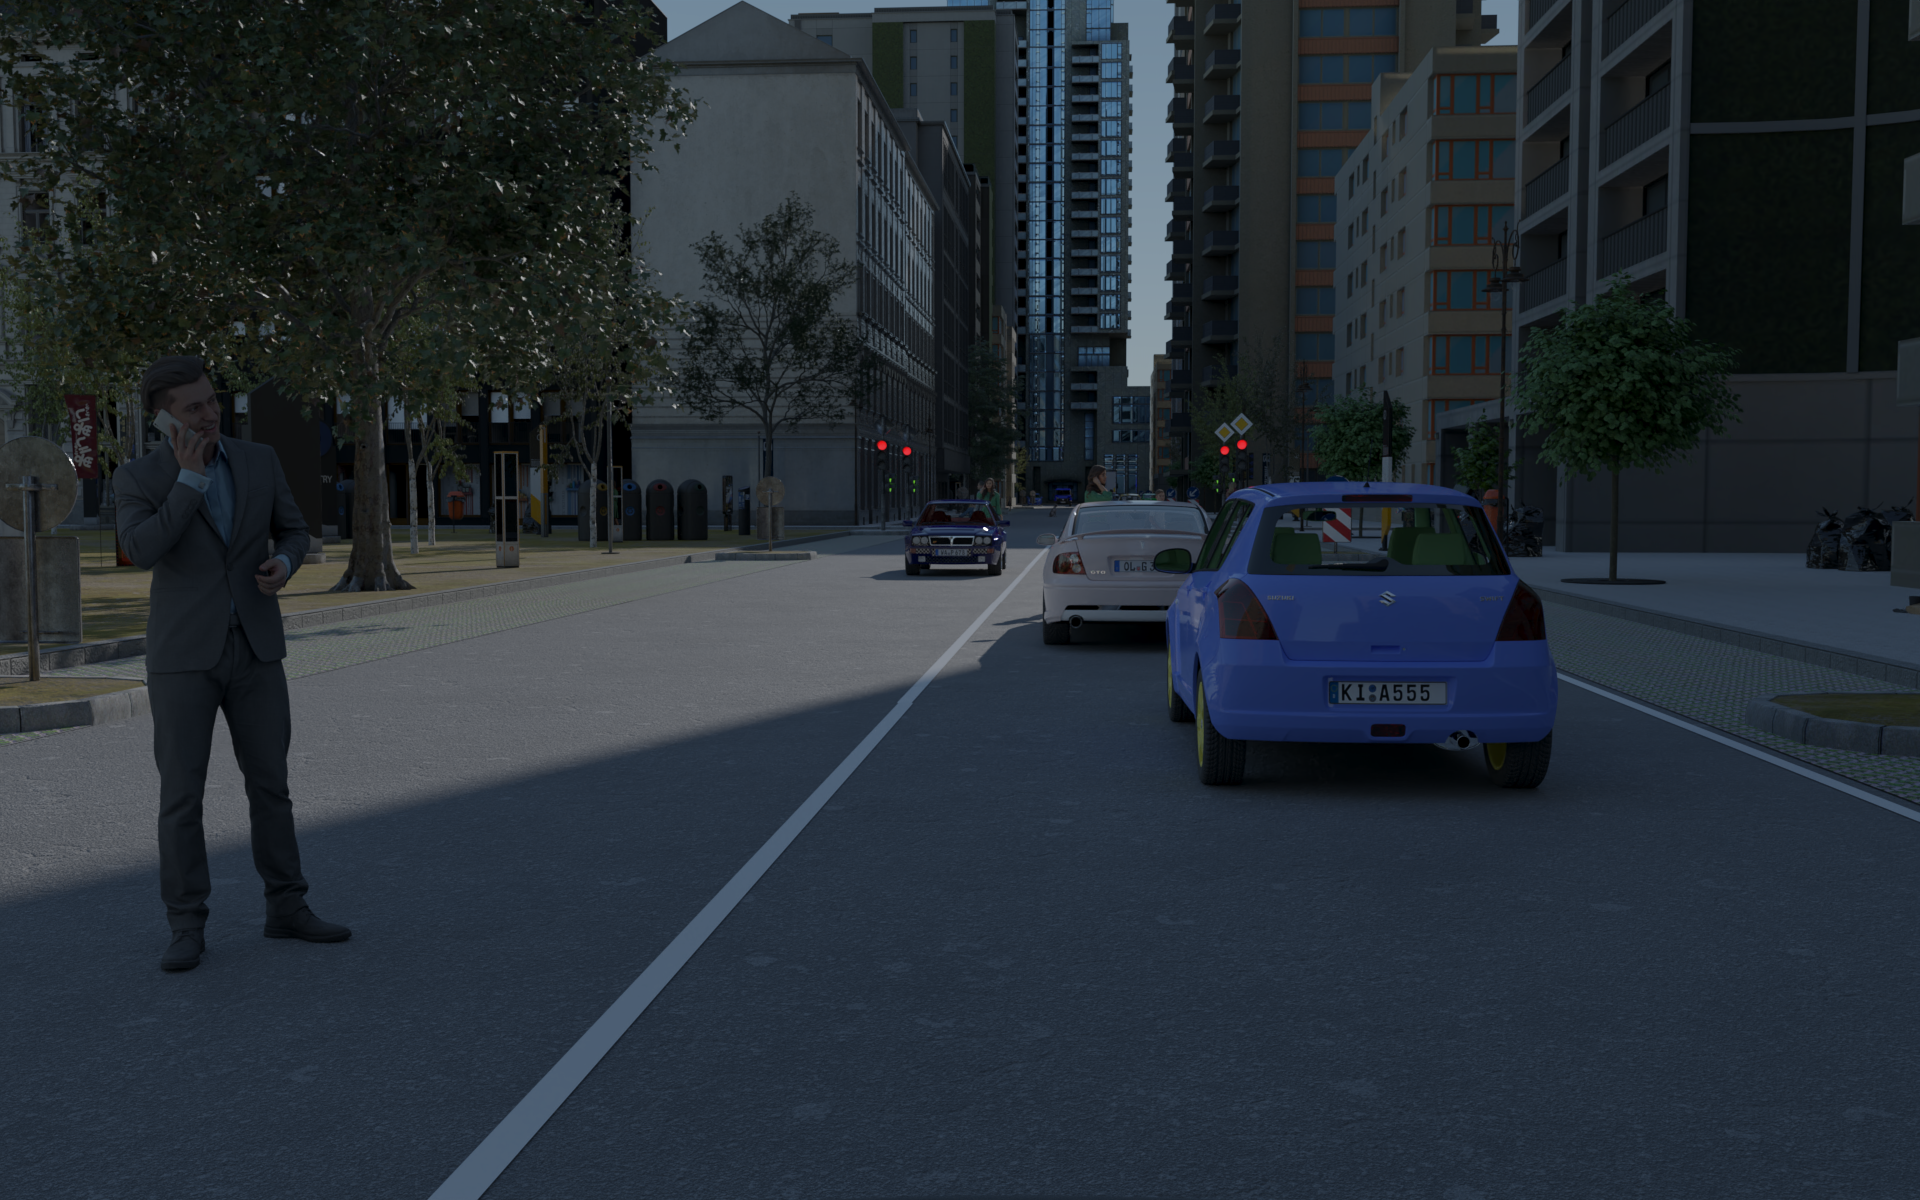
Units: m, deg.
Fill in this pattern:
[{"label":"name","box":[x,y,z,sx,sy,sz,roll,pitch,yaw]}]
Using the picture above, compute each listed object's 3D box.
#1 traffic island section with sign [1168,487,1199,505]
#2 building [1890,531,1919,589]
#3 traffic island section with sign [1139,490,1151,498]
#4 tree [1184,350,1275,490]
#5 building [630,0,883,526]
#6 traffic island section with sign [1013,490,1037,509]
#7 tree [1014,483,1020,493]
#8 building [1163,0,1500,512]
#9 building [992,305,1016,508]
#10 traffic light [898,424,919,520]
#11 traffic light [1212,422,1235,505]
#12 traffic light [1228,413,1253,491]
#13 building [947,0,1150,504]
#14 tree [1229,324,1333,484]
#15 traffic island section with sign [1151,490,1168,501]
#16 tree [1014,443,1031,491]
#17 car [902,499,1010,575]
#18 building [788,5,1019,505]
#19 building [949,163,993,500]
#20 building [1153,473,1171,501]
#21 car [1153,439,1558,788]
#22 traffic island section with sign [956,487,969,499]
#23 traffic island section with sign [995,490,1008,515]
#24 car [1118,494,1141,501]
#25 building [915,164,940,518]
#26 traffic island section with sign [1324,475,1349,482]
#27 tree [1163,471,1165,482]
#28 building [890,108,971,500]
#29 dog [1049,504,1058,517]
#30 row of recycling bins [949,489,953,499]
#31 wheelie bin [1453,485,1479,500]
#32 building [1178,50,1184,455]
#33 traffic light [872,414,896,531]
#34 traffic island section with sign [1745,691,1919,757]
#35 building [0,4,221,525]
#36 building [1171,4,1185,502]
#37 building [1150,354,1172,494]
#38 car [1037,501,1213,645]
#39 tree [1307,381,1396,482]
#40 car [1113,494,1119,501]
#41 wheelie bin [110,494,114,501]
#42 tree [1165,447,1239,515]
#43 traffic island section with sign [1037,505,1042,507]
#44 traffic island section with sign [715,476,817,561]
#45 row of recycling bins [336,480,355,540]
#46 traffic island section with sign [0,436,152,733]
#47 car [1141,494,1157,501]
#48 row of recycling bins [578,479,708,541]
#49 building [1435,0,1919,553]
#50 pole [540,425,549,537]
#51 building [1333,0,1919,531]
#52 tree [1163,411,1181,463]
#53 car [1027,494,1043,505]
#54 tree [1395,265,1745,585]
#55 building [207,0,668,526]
[{"label":"traffic island section with sign","box":[12.328,-5.141,92.687,1.989,1.847,2.006,0,4,4]},{"label":"building","box":[25.689,-9.977,8.162,27.650,21.520,28.899,0,4,4]},{"label":"traffic island section with sign","box":[20.584,-11.548,197.437,1.989,1.847,2.006,0,4,4]},{"label":"tree","box":[13.778,-8.418,88.004,4.737,8.622,4.395,0,3,0]},{"label":"building","box":[-8.025,-14.021,78.402,9.793,20.994,18.267,0,4,4]},{"label":"traffic island section with sign","box":[6.260,-9.907,170.615,1.989,1.847,2.006,0,4,4]},{"label":"tree","box":[5.842,-12.455,198.235,1.663,3.219,1.824,0,3,0]},{"label":"building","box":[26.365,-28.889,126.959,22.147,44.769,28.867,0,4,4]},{"label":"building","box":[-8.863,-20.119,173.988,27.650,21.520,28.899,0,4,4]},{"label":"traffic light","box":[-2.052,-4.885,68.788,0.839,4.253,0.868,0,4,4]},{"label":"traffic light","box":[10.323,-4.826,67.832,0.839,4.253,0.868,0,4,4]},{"label":"traffic light","box":[9.695,-4.339,59.871,0.839,4.253,0.868,0,4,4]},{"label":"building","box":[10.350,-56.516,236.708,31.000,86.520,22.319,0,4,4]},{"label":"tree","box":[13.697,-7.633,75.155,4.360,8.622,3.978,0,3,0]},{"label":"traffic island section with sign","box":[14.476,-6.809,119.956,1.989,1.847,2.006,0,4,4]},{"label":"tree","box":[5.672,-14.739,191.347,4.360,8.622,3.978,0,3,0]},{"label":"car","box":[-0.041,-1.174,31.777,1.945,1.354,3.894,0,4,3]},{"label":"building","box":[-7.200,-40.827,209.518,28.212,58.520,21.231,0,4,4]},{"label":"building","box":[-4.574,-23.219,151.339,14.160,30.474,14.107,0,4,4]},{"label":"building","box":[33.847,-46.933,205.605,20.563,71.187,20.611,0,4,4]},{"label":"car","box":[2.083,-0.011,9.776,1.945,1.707,3.694,0,4,3]},{"label":"traffic island section with sign","box":[0.182,-5.192,93.516,1.989,1.847,2.006,0,4,4]},{"label":"traffic island section with sign","box":[2.349,-6.876,121.053,1.989,1.847,2.006,0,4,4]},{"label":"car","box":[10.518,-5.950,107.505,2.015,1.641,3.980,0,4,4]},{"label":"building","box":[-6.806,-15.134,96.595,9.793,20.994,18.267,0,4,4]},{"label":"traffic island section with sign","box":[7.983,-1.778,37.692,1.989,1.847,2.006,0,4,4]},{"label":"tree","box":[18.765,-9.901,145.600,4.285,4.588,4.351,0,3,0]},{"label":"building","box":[-7.203,-19.828,117.692,14.314,27.812,24.014,0,4,4]},{"label":"dog","box":[5.744,-5.629,108.870,0.800,0.831,0.513,0,4,7]},{"label":"row of recycling bins","box":[-2.319,-7.677,132.623,3.534,1.692,1.069,0,4,-3]},{"label":"wheelie bin","box":[12.903,-2.230,44.362,0.693,1.594,0.980,-1,4,-22]},{"label":"building","box":[27.675,-31.260,161.206,14.600,45.320,14.200,0,4,4]},{"label":"traffic light","box":[-2.679,-4.398,60.827,0.839,4.253,0.868,0,4,4]},{"label":"traffic island section with sign","box":[5.822,-0.094,10.173,1.989,1.847,2.006,0,4,4]},{"label":"building","box":[-40.232,-15.148,76.542,19.941,23.489,11.050,0,4,4]},{"label":"building","box":[32.866,-39.121,181.628,21.231,58.520,28.212,0,4,4]},{"label":"building","box":[41.184,-24.093,238.963,28.899,21.520,27.650,0,4,4]},{"label":"car","box":[1.810,-0.332,17.792,2.083,1.381,4.827,0,4,4]},{"label":"tree","box":[11.667,-4.086,50.514,4.285,4.588,4.351,0,3,0]},{"label":"car","box":[12.210,-7.790,139.366,2.014,1.417,4.499,0,4,6]},{"label":"wheelie bin","box":[-19.945,-2.069,41.738,0.980,1.594,0.693,-1,4,-15]},{"label":"tree","box":[16.141,-7.668,109.083,4.285,4.588,4.351,0,3,0]},{"label":"traffic island section with sign","box":[8.371,-11.551,197.487,1.989,1.847,2.006,0,4,4]},{"label":"traffic island section with sign","box":[-4.197,-1.797,38.009,1.989,1.847,2.006,0,4,4]},{"label":"row of recycling bins","box":[-17.621,-2.576,49.232,1.069,1.692,3.534,1,4,16]},{"label":"traffic island section with sign","box":[-6.313,-0.153,11.137,1.989,1.847,2.006,0,4,4]},{"label":"car","box":[17.152,-9.057,156.876,1.959,1.807,4.718,0,4,3]},{"label":"row of recycling bins","box":[-8.751,-2.488,47.797,3.534,1.692,1.069,-1,4,-20]},{"label":"building","box":[23.818,-36.779,39.587,20.563,71.187,20.611,0,4,4]},{"label":"pole","box":[-12.299,-3.509,51.210,0.158,3.312,0.155,0,3,0]},{"label":"building","box":[33.720,-14.362,79.855,28.899,21.520,27.650,0,4,4]},{"label":"tree","box":[19.377,-12.235,150.403,4.360,8.622,3.978,0,3,0]},{"label":"car","box":[9.022,-12.179,208.720,1.945,1.707,3.694,0,4,4]},{"label":"tree","box":[9.405,-2.528,25.045,4.285,4.588,4.351,0,3,0]},{"label":"building","box":[-21.954,-15.044,75.644,15.834,23.373,12.332,0,4,4]}]
